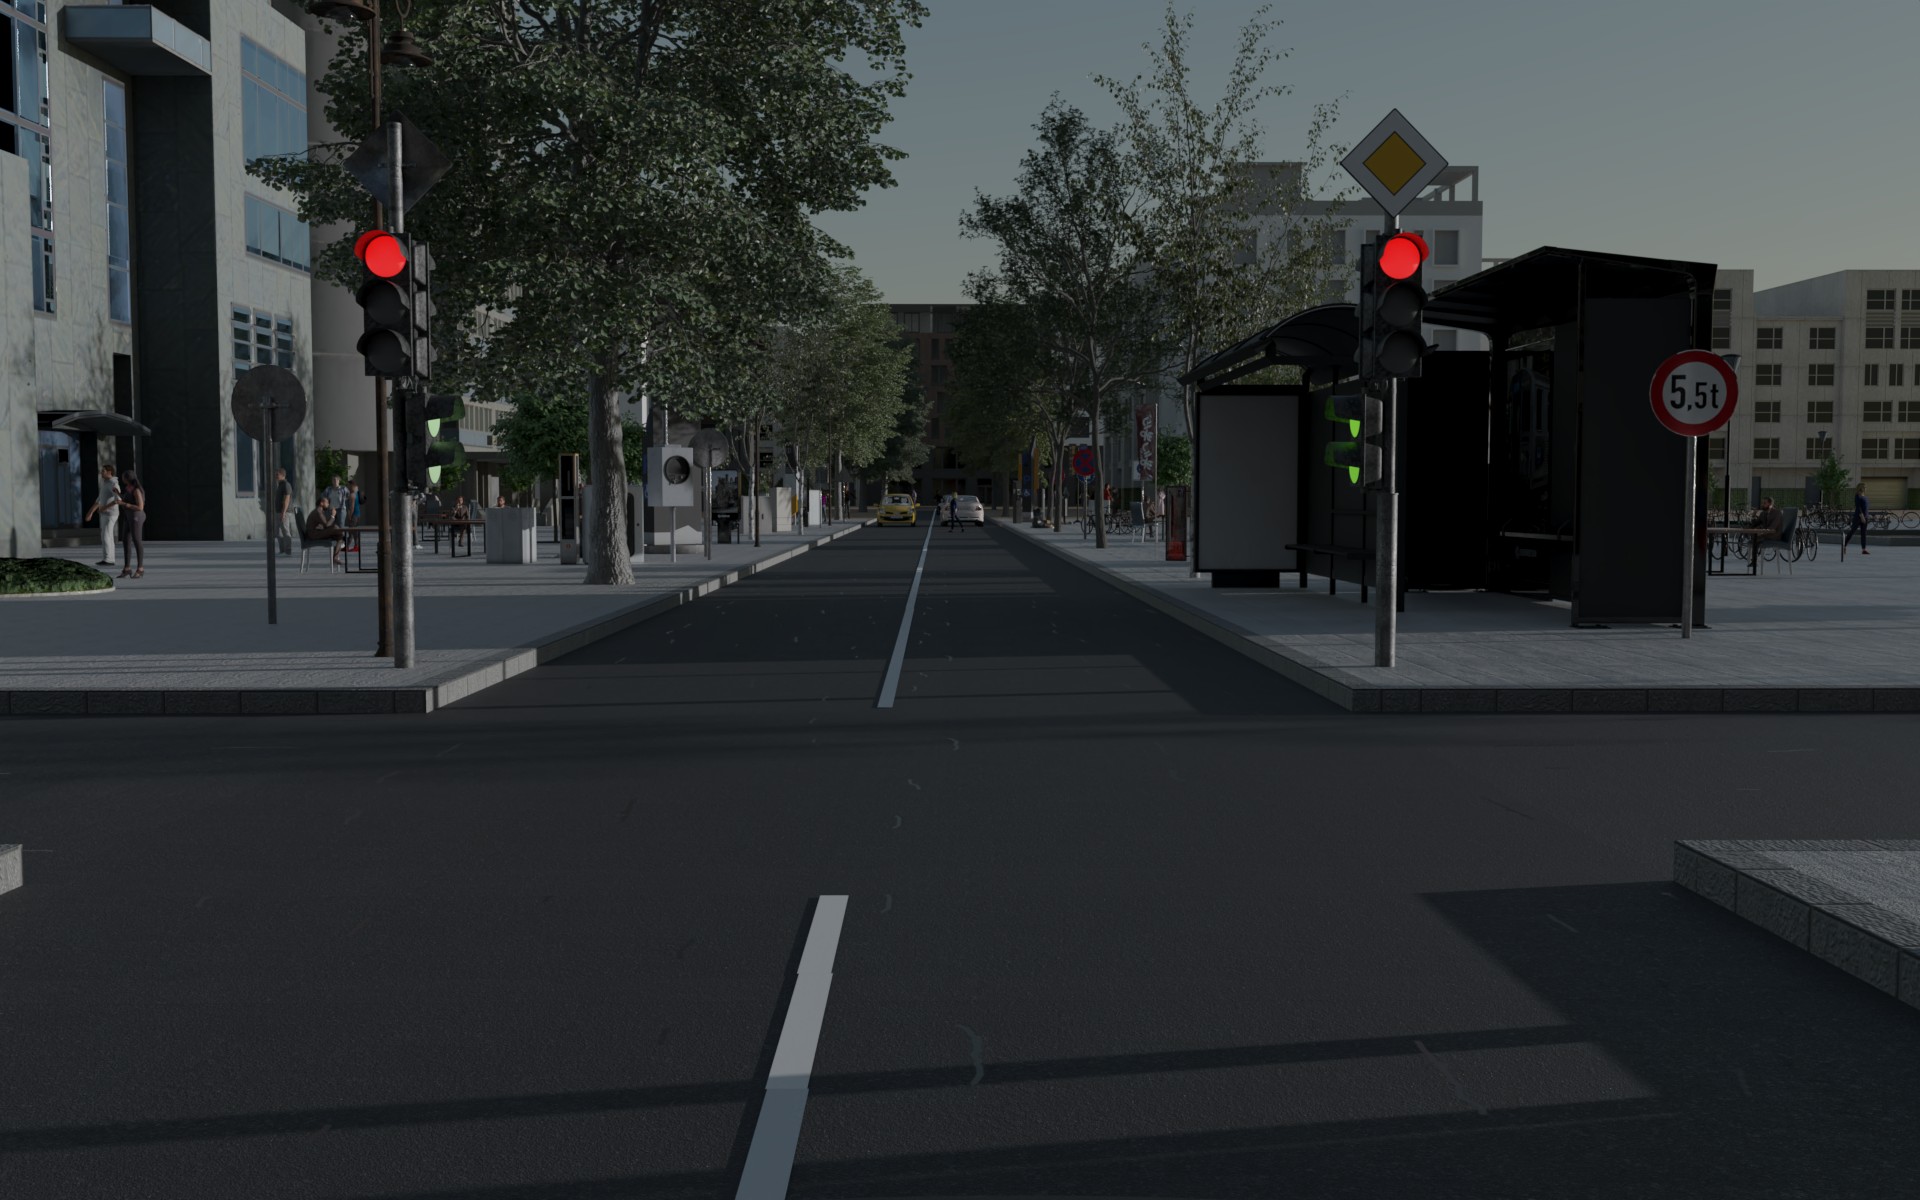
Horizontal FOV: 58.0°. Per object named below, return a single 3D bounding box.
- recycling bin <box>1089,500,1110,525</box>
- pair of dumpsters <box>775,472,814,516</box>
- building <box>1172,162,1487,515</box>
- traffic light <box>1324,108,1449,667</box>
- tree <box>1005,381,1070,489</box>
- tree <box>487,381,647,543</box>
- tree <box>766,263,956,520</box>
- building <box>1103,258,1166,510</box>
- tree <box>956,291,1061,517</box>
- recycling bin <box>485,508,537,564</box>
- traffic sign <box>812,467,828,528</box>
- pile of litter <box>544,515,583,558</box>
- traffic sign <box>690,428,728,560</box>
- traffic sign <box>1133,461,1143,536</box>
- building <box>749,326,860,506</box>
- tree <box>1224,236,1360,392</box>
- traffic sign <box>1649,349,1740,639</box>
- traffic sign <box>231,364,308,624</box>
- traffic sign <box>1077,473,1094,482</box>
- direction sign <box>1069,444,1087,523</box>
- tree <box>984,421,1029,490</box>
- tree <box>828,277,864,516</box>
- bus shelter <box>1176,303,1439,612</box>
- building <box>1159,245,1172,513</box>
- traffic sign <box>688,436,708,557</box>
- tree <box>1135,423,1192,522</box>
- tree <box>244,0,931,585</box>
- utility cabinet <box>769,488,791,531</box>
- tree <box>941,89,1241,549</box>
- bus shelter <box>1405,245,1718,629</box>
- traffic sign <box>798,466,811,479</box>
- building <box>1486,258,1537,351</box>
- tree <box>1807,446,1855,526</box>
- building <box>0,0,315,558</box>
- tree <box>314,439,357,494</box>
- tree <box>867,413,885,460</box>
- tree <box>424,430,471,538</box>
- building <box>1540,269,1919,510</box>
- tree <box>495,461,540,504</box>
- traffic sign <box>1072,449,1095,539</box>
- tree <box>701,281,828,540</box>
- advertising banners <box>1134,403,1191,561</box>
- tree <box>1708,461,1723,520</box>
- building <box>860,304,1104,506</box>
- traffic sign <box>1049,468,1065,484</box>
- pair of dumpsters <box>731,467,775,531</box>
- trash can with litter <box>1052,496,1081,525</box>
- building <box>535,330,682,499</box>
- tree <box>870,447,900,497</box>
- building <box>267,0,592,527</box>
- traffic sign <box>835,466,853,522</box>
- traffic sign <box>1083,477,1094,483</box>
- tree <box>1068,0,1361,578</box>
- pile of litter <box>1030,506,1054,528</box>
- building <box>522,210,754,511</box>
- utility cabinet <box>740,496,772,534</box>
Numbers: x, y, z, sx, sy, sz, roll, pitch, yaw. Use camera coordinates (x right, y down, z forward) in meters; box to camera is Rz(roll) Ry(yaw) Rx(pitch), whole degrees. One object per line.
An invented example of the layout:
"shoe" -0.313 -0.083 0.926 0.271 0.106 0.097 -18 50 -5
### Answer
"recycling bin" 5.781 -3.632 71.932 0.722 1.027 0.722 -1 4 -13
"pair of dumpsters" -7.238 -4.463 75.469 1.574 2.255 4.437 0 4 -1
"building" 21.768 -15.180 104.611 16.016 20.091 11.380 0 4 -1
"traffic light" 3.149 -1.460 12.797 0.839 4.253 0.868 0 4 -1
"tree" 3.985 -8.614 91.203 4.737 8.622 4.395 0 3 0
"tree" -10.707 -3.789 45.672 4.285 4.588 4.351 0 3 0
"tree" -5.635 -10.223 85.270 7.486 12.596 7.792 0 3 0
"building" 21.289 -16.601 137.879 16.747 18.905 31.486 0 4 -1
"tree" 2.485 -10.987 97.765 7.486 12.596 7.792 0 3 0
"recycling bin" -8.342 -1.201 32.188 0.722 1.027 0.722 1 4 8
"traffic sign" -5.280 -3.870 65.408 0.606 2.300 0.079 0 4 7
"pile of litter" -7.562 -1.292 35.093 1.719 0.858 1.176 2 4 24
"traffic sign" -4.862 -2.046 33.551 0.768 2.556 0.104 1 4 8
"traffic sign" 5.557 -3.098 52.781 0.606 2.300 0.079 0 4 6
"building" -26.570 -19.838 190.806 31.486 18.905 16.747 0 4 -1
"tree" 9.725 -6.083 49.824 4.737 8.622 4.395 0 3 0
"traffic sign" 6.466 -0.932 15.338 0.768 2.556 0.104 0 4 5
"traffic sign" -6.796 -1.036 17.044 0.768 2.556 0.104 0 4 3
"traffic sign" 5.583 -4.706 77.052 0.768 2.556 0.104 0 4 5
"direction sign" 5.295 -5.249 77.824 0.876 3.537 0.379 -1 4 -18
"tree" 3.006 -9.549 106.488 4.360 8.622 3.978 0 3 0
"tree" -5.078 -6.386 54.776 4.360 8.622 3.978 0 3 0
"bus shelter" 4.022 -1.665 21.142 2.014 3.302 5.546 0 4 -1
"building" 21.625 -15.875 115.969 16.016 20.091 11.380 0 4 -1
"traffic sign" -5.187 -2.153 35.303 0.768 2.556 0.104 1 4 9
"tree" 9.595 -5.902 80.215 4.285 4.588 4.351 0 3 0
"tree" -5.026 -7.193 24.263 9.857 13.997 8.962 0 3 0
"utility cabinet" -6.137 -3.079 59.013 0.318 1.500 1.173 1 4 18
"tree" 3.010 -6.496 40.618 7.601 10.594 8.767 0 4 3
"bus shelter" 6.339 -1.728 19.536 1.731 3.624 6.357 0 4 -1
"traffic sign" -7.140 -4.787 78.381 0.768 2.556 0.104 0 4 7
"building" 40.541 -17.688 145.620 11.380 20.091 16.016 0 4 -1
"tree" 35.546 -4.646 70.558 1.663 3.219 1.824 0 3 0
"building" -29.148 -44.243 36.040 22.319 86.520 31.000 0 4 -1
"tree" -22.204 -4.060 60.976 1.663 3.219 1.824 0 3 0
"tree" -6.365 -9.117 99.426 4.360 8.622 3.978 0 3 0
"tree" -15.408 -3.470 51.340 1.663 3.219 1.824 0 3 0
"building" 62.216 -17.028 144.864 31.486 18.905 16.747 0 4 -1
"tree" -15.931 -4.124 62.022 1.663 3.219 1.824 0 3 0
"traffic sign" 3.555 -2.996 49.095 0.768 2.556 0.104 1 4 9
"tree" -5.910 -6.020 48.791 4.360 8.622 3.978 0 3 0
"advertising banners" 4.160 -2.255 33.056 2.074 3.025 0.090 3 5 43
"tree" 36.929 -5.575 85.759 1.663 3.219 1.824 0 3 0
"building" 5.426 -21.577 196.765 32.646 21.610 27.936 0 4 -1
"traffic sign" 4.742 -5.177 84.756 0.768 2.556 0.104 0 4 3
"pair of dumpsters" -7.556 -3.540 60.370 1.574 2.255 4.437 0 4 -1
"trash can with litter" 4.351 -3.827 73.621 1.678 1.210 2.233 0 4 0
"building" -20.855 -9.816 102.635 9.099 9.664 28.070 0 4 -1
"tree" -6.185 -11.264 134.529 4.737 8.622 4.395 0 3 0
"building" -32.701 -23.407 74.582 32.217 40.220 23.993 0 4 -1
"traffic sign" -5.275 -4.810 78.652 0.884 2.594 0.081 0 4 8
"traffic sign" 6.012 -5.039 82.486 0.768 2.556 0.104 0 4 1
"tree" 3.838 -4.644 26.290 4.360 8.622 3.978 0 3 0
"pile of litter" 3.199 -3.152 65.498 1.176 0.858 1.719 1 4 14
"building" -33.957 -18.021 138.614 32.646 21.610 27.936 0 4 -1
"utility cabinet" -6.606 -2.744 56.022 1.020 1.237 0.306 -2 4 -31
